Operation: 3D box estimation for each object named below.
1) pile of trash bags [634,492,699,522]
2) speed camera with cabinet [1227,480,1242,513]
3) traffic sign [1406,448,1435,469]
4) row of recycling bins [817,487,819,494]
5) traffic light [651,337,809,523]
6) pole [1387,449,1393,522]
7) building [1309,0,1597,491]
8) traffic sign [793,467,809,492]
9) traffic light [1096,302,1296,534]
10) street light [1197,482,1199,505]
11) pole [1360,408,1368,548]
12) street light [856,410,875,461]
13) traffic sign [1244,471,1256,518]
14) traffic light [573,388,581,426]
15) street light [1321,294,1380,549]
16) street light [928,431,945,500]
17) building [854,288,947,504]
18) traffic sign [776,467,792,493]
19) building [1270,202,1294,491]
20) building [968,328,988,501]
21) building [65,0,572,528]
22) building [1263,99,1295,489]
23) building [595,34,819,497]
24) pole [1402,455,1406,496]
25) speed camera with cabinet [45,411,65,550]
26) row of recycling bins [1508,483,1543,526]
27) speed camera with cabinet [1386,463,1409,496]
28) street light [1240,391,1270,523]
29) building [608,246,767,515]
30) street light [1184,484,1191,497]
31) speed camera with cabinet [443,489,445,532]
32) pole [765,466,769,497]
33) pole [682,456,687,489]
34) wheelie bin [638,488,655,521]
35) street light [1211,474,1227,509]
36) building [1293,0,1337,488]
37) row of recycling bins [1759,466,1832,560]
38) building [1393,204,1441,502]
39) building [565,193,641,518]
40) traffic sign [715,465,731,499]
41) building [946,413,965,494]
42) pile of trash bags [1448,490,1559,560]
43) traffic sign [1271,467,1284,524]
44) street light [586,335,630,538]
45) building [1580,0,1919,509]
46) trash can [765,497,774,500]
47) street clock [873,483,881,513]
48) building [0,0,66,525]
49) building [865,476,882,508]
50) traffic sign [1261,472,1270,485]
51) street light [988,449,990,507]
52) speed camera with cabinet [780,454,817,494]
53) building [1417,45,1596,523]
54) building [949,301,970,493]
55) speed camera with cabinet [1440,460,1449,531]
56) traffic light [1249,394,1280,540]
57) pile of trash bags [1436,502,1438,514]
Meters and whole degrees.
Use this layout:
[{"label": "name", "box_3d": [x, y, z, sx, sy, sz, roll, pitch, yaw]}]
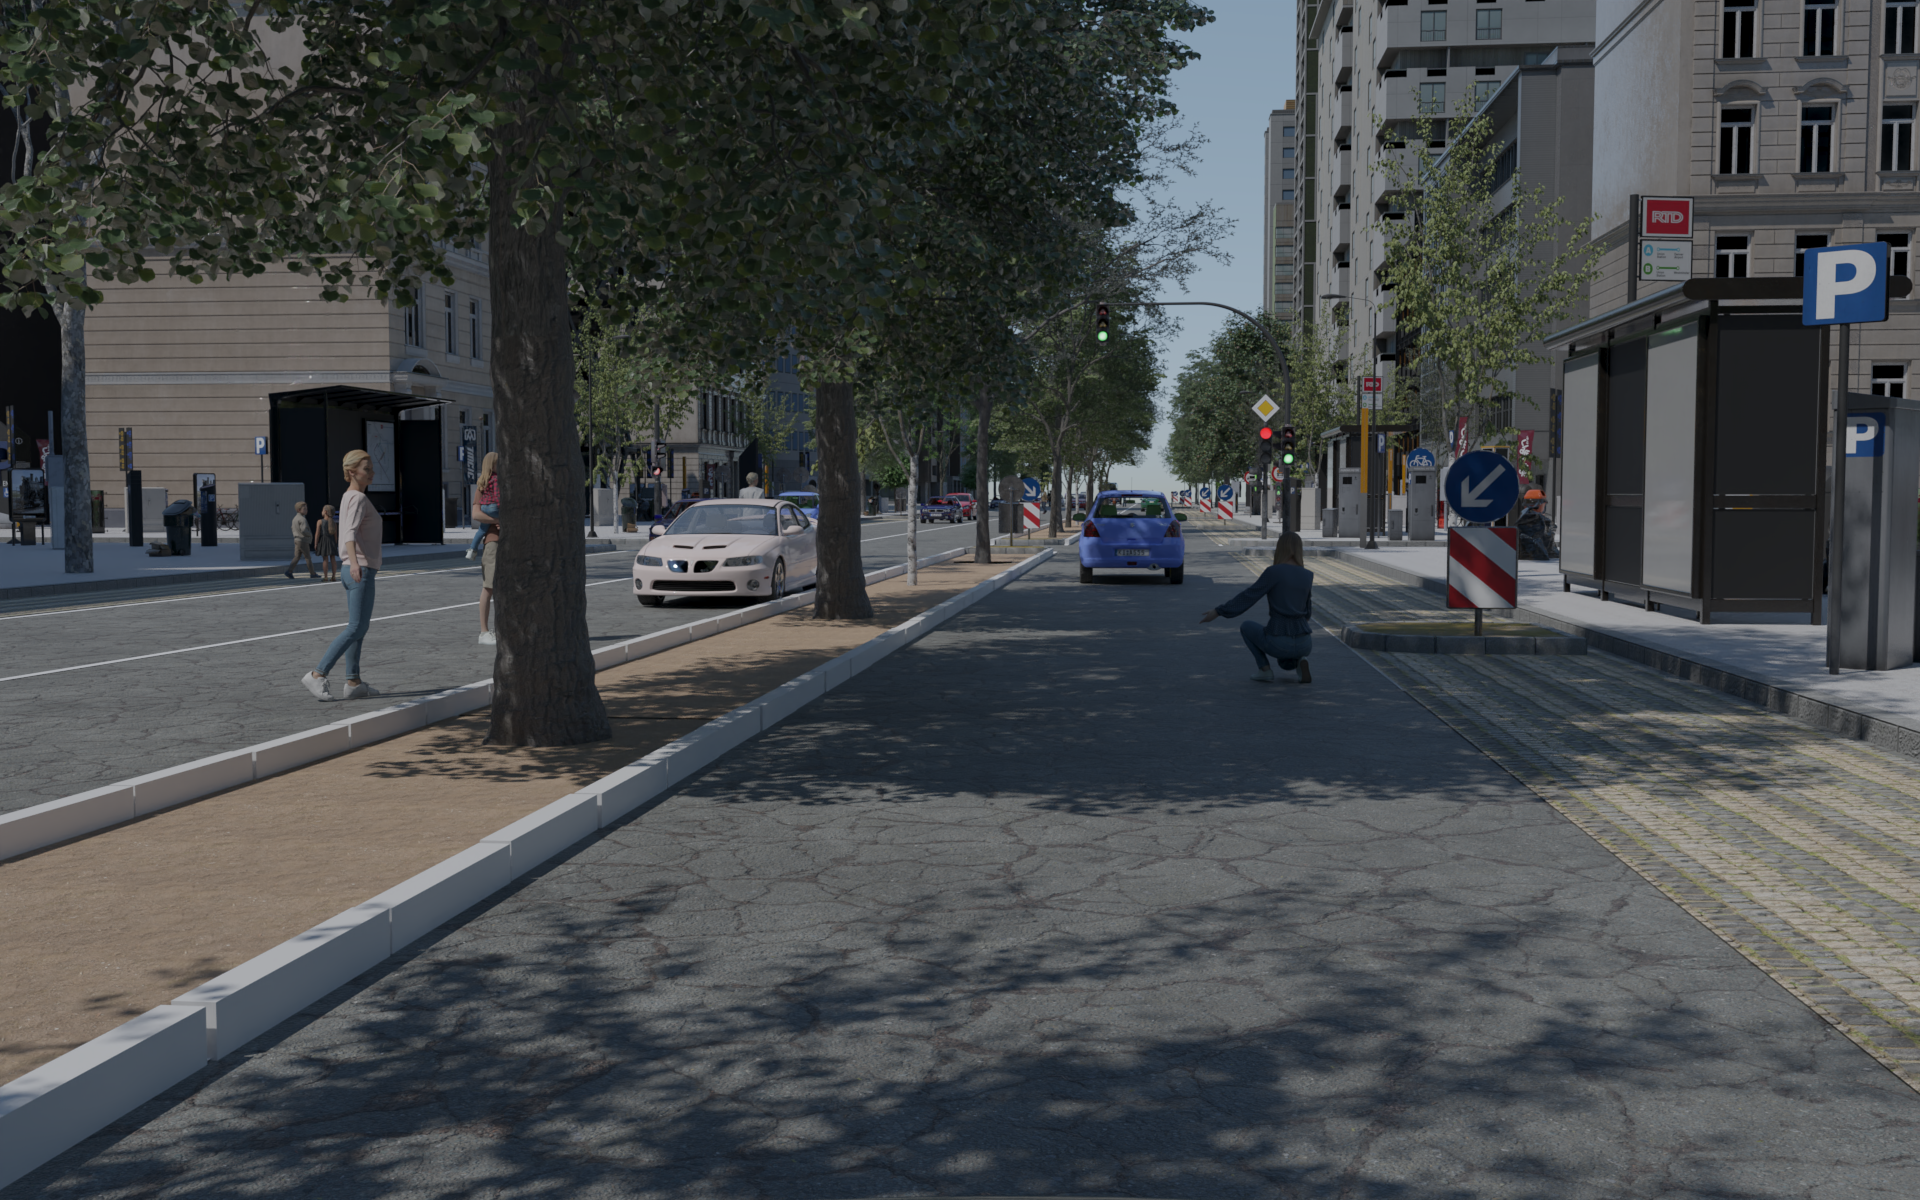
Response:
[{"label": "pile of trash bags", "box_3d": [-13.760, -4.377, 81.312, 3.447, 1.369, 1.912, 0, 4, -8]}, {"label": "speed camera with cabinet", "box_3d": [18.522, -7.494, 116.866, 0.660, 3.252, 2.038, 1, 4, 21]}, {"label": "traffic sign", "box_3d": [12.740, -2.927, 47.971, 0.768, 2.556, 0.104, 0, 4, 8]}, {"label": "row of recycling bins", "box_3d": [-7.599, -5.580, 98.352, 1.069, 1.692, 3.534, -2, 4, -28]}, {"label": "traffic light", "box_3d": [-6.747, -4.639, 50.508, 4.771, 5.953, 1.251, 0, 4, 6]}, {"label": "pole", "box_3d": [19.474, -5.173, 78.423, 0.158, 3.312, 0.155, 0, 3, 0]}, {"label": "building", "box_3d": [49.934, -35.566, 170.746, 28.713, 52.752, 27.495, 0, 4, 6]}, {"label": "traffic sign", "box_3d": [-7.403, -4.924, 80.615, 0.768, 2.556, 0.104, 0, 4, 8]}, {"label": "traffic light", "box_3d": [5.595, -4.053, 40.938, 4.771, 5.953, 1.251, 0, 4, 6]}, {"label": "street light", "box_3d": [21.850, -11.095, 153.942, 1.470, 5.913, 1.316, 0, 4, 6]}, {"label": "pole", "box_3d": [9.597, -2.893, 41.137, 0.158, 3.312, 0.155, 0, 3, 0]}, {"label": "street light", "box_3d": [-5.184, -7.564, 96.212, 1.470, 5.913, 1.316, 0, 4, 6]}, {"label": "traffic sign", "box_3d": [15.845, -5.763, 94.333, 0.768, 2.556, 0.104, 1, 4, 15]}, {"label": "traffic light", "box_3d": [-9.722, -3.293, 42.768, 0.839, 4.253, 0.868, 0, 4, 6]}, {"label": "street light", "box_3d": [9.064, -4.141, 40.246, 1.470, 5.913, 1.316, 0, 4, 6]}, {"label": "street light", "box_3d": [-1.763, -9.478, 127.505, 1.470, 5.913, 1.316, 0, 4, 6]}, {"label": "building", "box_3d": [-9.478, -27.973, 229.058, 14.160, 30.474, 14.107, 0, 4, 6]}, {"label": "traffic sign", "box_3d": [-8.441, -5.066, 82.940, 0.768, 2.556, 0.104, 1, 4, 15]}, {"label": "building", "box_3d": [50.904, -34.267, 243.852, 14.154, 41.232, 14.086, 0, 4, 6]}, {"label": "building", "box_3d": [-3.104, -36.366, 278.183, 14.154, 41.232, 14.086, 0, 4, 6]}, {"label": "building", "box_3d": [-26.194, -17.619, 73.981, 13.634, 28.700, 20.117, 0, 4, 6]}, {"label": "building", "box_3d": [56.866, -44.183, 264.393, 21.231, 58.520, 28.212, 0, 4, 6]}, {"label": "building", "box_3d": [-22.231, -36.665, 141.466, 21.231, 58.520, 28.212, 0, 4, 6]}, {"label": "pole", "box_3d": [23.090, -5.886, 90.086, 0.158, 3.312, 0.155, 0, 3, 0]}, {"label": "speed camera with cabinet", "box_3d": [-21.137, -2.841, 40.786, 0.660, 3.252, 2.038, -2, 4, -29]}, {"label": "row of recycling bins", "box_3d": [20.116, -3.427, 63.148, 3.534, 1.692, 1.069, -3, 5, -40]}, {"label": "speed camera with cabinet", "box_3d": [26.473, -6.799, 105.495, 2.038, 3.252, 0.660, 1, 4, 12]}, {"label": "street light", "box_3d": [13.308, -6.460, 78.165, 1.470, 5.913, 1.316, 0, 4, 6]}, {"label": "building", "box_3d": [-19.750, -15.390, 116.258, 10.561, 19.102, 19.286, 0, 4, 6]}, {"label": "street light", "box_3d": [26.910, -13.874, 199.387, 1.470, 5.913, 1.316, 0, 4, 6]}, {"label": "speed camera with cabinet", "box_3d": [-17.883, -3.836, 57.052, 0.660, 3.252, 2.038, 2, 4, 24]}, {"label": "pole", "box_3d": [-12.232, -7.084, 109.668, 0.158, 3.312, 0.155, 0, 3, 0]}, {"label": "pole", "box_3d": [-14.935, -6.121, 93.916, 0.158, 3.312, 0.155, 0, 3, 0]}, {"label": "wheelie bin", "box_3d": [-15.014, -4.616, 83.386, 0.980, 1.594, 0.693, 0, 4, -1]}, {"label": "street light", "box_3d": [18.441, -9.221, 123.298, 1.470, 5.913, 1.316, 0, 4, 6]}, {"label": "building", "box_3d": [52.362, -48.141, 225.352, 20.563, 71.187, 20.611, 0, 4, 6]}, {"label": "row of recycling bins", "box_3d": [12.697, -1.131, 25.613, 1.069, 1.692, 3.534, 0, 4, 8]}, {"label": "building", "box_3d": [35.873, -17.347, 113.300, 12.332, 23.373, 15.834, 0, 4, 6]}, {"label": "building", "box_3d": [-26.182, -13.810, 93.239, 16.820, 18.784, 16.811, 0, 4, 6]}, {"label": "traffic sign", "box_3d": [-10.503, -4.677, 76.582, 0.768, 2.556, 0.104, 1, 4, 14]}, {"label": "building", "box_3d": [-9.979, -49.407, 246.053, 20.563, 71.187, 20.611, 0, 4, 6]}, {"label": "pile of trash bags", "box_3d": [11.238, -1.542, 34.961, 1.912, 1.369, 3.447, 2, 4, 31]}, {"label": "traffic sign", "box_3d": [13.839, -4.573, 74.880, 0.768, 2.556, 0.104, 1, 4, 13]}, {"label": "street light", "box_3d": [-10.291, -4.784, 50.757, 1.470, 5.913, 1.316, 0, 4, 6]}, {"label": "building", "box_3d": [36.456, -16.174, 61.710, 25.104, 27.353, 12.463, 0, 4, 6]}, {"label": "trash can", "box_3d": [-10.148, -4.878, 91.410, 0.748, 1.137, 0.748, 0, 3, 0]}, {"label": "street clock", "box_3d": [-5.409, -6.645, 113.220, 0.471, 2.002, 0.358, 3, 5, 41]}, {"label": "building", "box_3d": [-46.096, -14.740, 70.671, 15.834, 23.373, 12.332, 0, 4, 6]}, {"label": "building", "box_3d": [-24.491, -29.179, 168.951, 32.217, 40.220, 23.993, 0, 4, 6]}, {"label": "traffic sign", "box_3d": [14.087, -4.778, 80.253, 0.606, 2.300, 0.079, 1, 4, 11]}, {"label": "street light", "box_3d": [3.357, -12.283, 173.362, 1.470, 5.913, 1.316, 0, 4, 6]}, {"label": "speed camera with cabinet", "box_3d": [-7.968, -5.577, 85.516, 0.660, 3.252, 2.038, 3, 5, 41]}, {"label": "building", "box_3d": [33.316, -16.579, 90.134, 14.314, 24.678, 30.058, 0, 4, 6]}, {"label": "building", "box_3d": [-6.066, -37.558, 264.184, 14.600, 45.320, 14.200, 0, 4, 6]}, {"label": "speed camera with cabinet", "box_3d": [17.322, -3.948, 58.882, 0.660, 3.252, 2.038, -2, 4, -35]}, {"label": "traffic light", "box_3d": [8.570, -3.661, 48.784, 0.839, 4.253, 0.868, 0, 4, 6]}, {"label": "pile of trash bags", "box_3d": [23.311, -4.587, 84.751, 3.447, 1.369, 1.912, 0, 4, -7]}]
